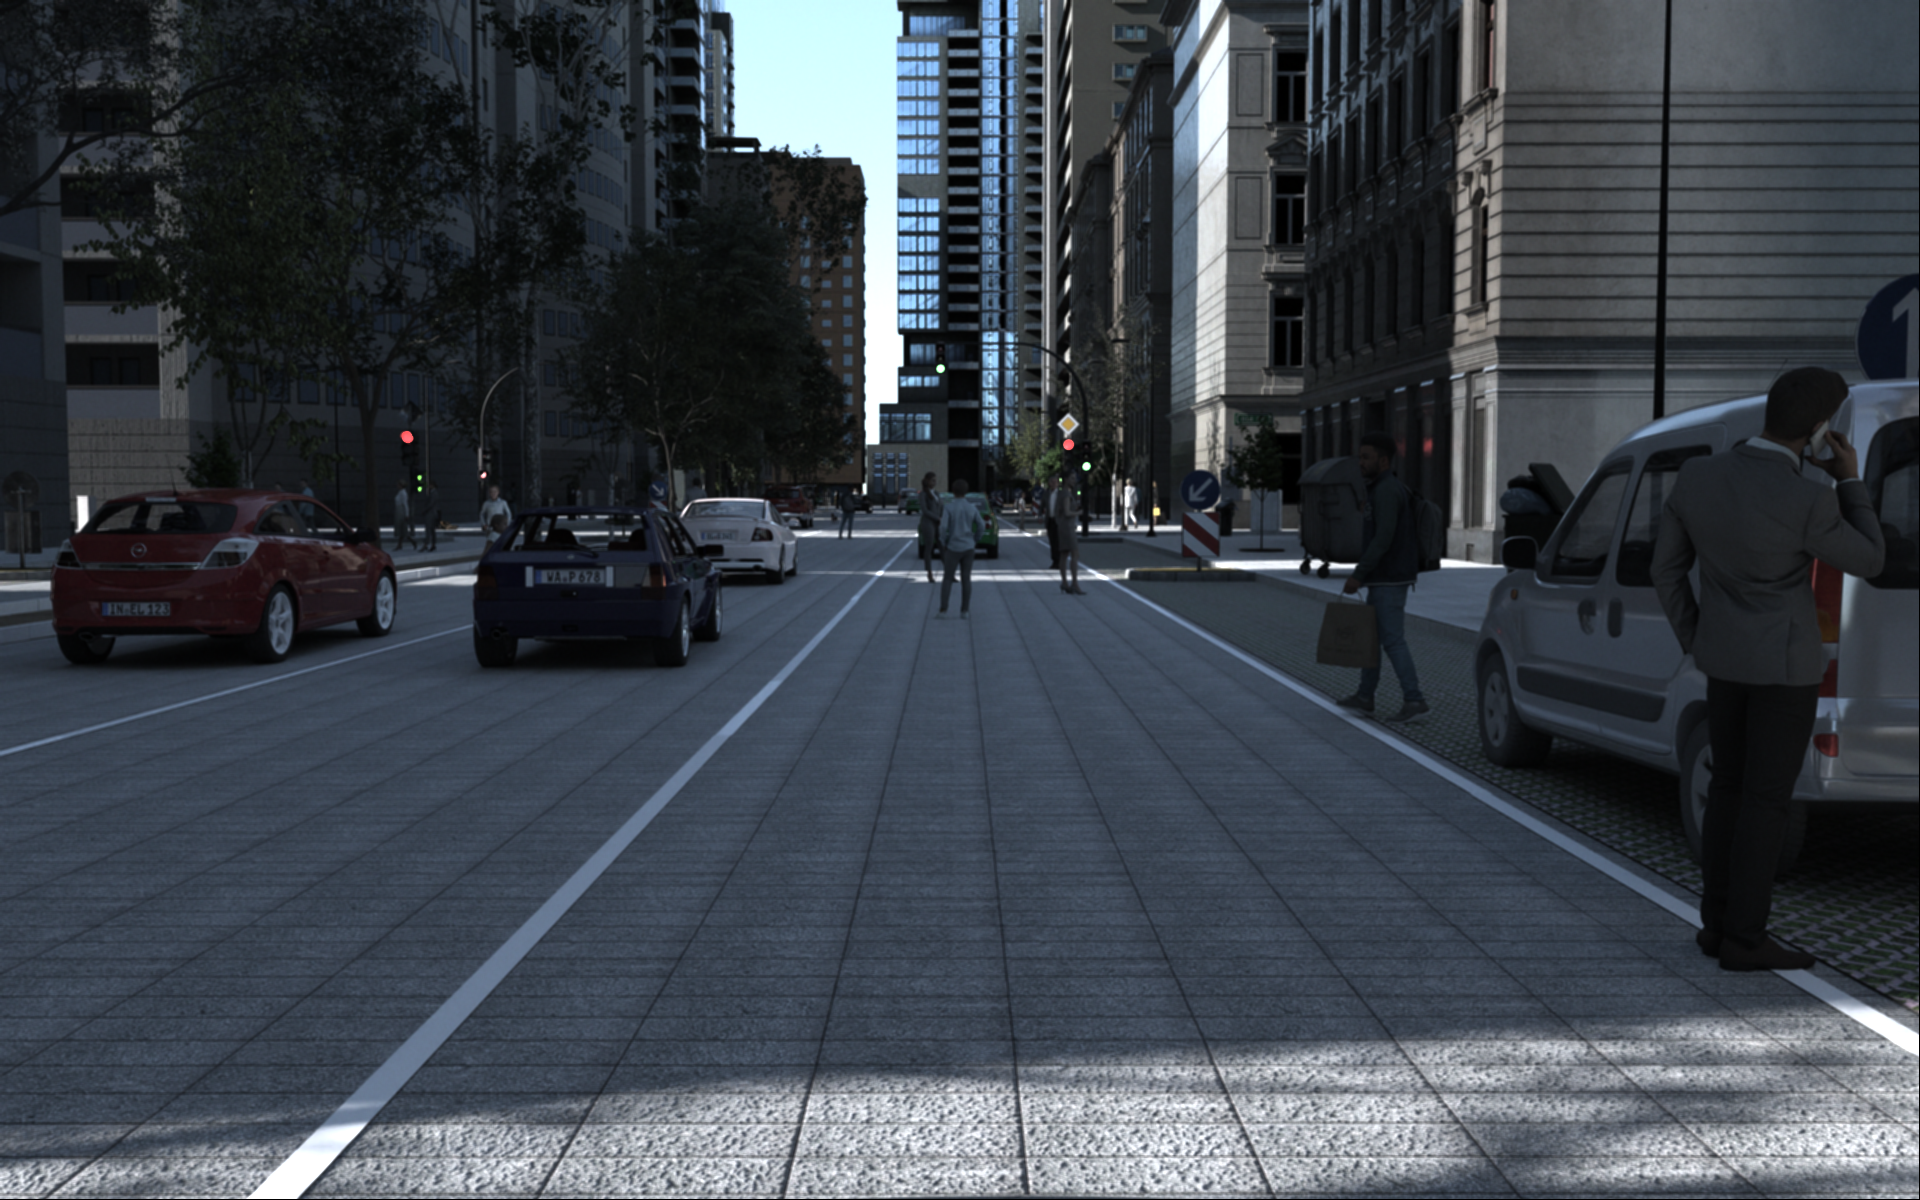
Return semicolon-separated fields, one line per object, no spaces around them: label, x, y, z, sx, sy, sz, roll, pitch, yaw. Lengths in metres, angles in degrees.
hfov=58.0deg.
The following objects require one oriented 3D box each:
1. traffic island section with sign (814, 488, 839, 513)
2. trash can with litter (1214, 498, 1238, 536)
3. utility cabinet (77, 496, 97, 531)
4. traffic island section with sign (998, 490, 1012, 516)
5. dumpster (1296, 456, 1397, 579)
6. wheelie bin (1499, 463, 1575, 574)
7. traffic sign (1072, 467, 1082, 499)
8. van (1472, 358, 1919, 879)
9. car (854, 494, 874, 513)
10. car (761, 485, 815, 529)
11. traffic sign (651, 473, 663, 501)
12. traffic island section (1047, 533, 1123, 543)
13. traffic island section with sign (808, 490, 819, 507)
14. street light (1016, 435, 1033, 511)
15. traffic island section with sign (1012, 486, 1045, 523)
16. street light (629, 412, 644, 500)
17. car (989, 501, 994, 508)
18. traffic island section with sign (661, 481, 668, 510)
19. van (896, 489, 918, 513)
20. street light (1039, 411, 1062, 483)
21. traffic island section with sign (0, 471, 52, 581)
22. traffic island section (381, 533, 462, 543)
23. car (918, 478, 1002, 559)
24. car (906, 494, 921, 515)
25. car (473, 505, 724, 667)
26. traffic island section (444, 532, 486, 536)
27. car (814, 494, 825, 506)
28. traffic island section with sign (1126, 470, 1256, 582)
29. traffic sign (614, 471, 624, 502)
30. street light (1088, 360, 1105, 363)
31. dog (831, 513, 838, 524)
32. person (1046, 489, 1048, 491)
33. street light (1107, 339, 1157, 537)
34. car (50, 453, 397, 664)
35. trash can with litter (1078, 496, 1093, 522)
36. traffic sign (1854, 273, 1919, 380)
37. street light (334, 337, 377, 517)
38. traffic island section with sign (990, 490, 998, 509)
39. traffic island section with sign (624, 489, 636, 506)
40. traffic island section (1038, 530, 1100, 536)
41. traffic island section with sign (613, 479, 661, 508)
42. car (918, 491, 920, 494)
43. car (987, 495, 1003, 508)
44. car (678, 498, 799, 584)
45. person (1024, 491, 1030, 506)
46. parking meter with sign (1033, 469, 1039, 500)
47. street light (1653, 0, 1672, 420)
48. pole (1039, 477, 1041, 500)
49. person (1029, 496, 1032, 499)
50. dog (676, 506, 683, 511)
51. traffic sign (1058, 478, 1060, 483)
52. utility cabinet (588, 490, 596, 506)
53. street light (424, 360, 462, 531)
traffic island section with sign;-10.428;-7.748;134.813;2.006;1.907;1.989;0;3;0
trash can with litter;7.865;-2.513;52.479;1.055;1.170;0.624;-2;4;-32
utility cabinet;-29.897;-2.947;59.347;1.020;1.237;0.306;3;5;44
traffic island section with sign;3.670;-6.382;112.971;1.989;1.847;2.006;0;3;0
dumpster;6.020;-1.293;26.896;1.264;1.857;1.865;0;3;0
wheelie bin;5.935;-0.602;17.743;0.693;1.594;0.980;3;4;38
traffic sign;5.448;-5.049;82.665;0.768;2.556;0.104;0;4;6
van;3.618;-0.048;7.789;2.013;2.044;4.112;0;3;0
car;-7.499;-7.314;129.366;2.009;1.686;4.222;0;4;2
car;-7.320;-3.950;73.259;2.281;1.827;5.304;0;4;-1
traffic sign;-18.657;-6.511;106.569;0.768;2.556;0.104;0;4;5
traffic island section;3.773;-1.821;52.054;2.009;0.180;2.903;0;3;0
traffic island section with sign;-16.389;-11.030;188.975;1.989;1.847;2.006;0;3;0
street light;5.094;-9.941;135.074;1.470;5.913;1.316;0;3;0
traffic island section with sign;3.718;-4.678;85.118;1.989;1.847;2.006;0;3;0
street light;-18.038;-7.638;97.428;1.470;5.913;1.316;0;3;0
car;0.718;-4.835;90.844;2.131;1.459;4.920;0;4;-1
traffic island section with sign;-10.281;-3.152;59.674;2.006;1.907;1.989;0;3;0
van;-3.935;-7.713;133.111;2.013;2.044;4.112;0;4;-1
street light;5.136;-7.625;97.204;1.470;5.913;1.316;0;3;0
traffic island section with sign;-16.104;-1.258;29.191;1.989;1.847;2.006;0;3;0
traffic island section;-16.468;-1.819;52.022;2.009;0.180;2.903;0;3;0
car;-0.012;-1.896;39.799;1.959;1.807;4.718;0;4;1
car;-2.770;-6.749;119.144;1.959;1.807;4.718;0;4;1
car;-3.171;-0.191;15.709;1.945;1.354;3.894;0;4;-2
traffic island section;-16.482;-2.307;60.007;2.009;0.180;2.903;0;3;0
car;-16.585;-12.126;207.061;1.959;1.807;4.718;0;4;-1
traffic island section with sign;3.817;-1.249;29.047;1.989;1.847;2.006;0;3;0
traffic sign;-19.020;-5.873;96.125;0.768;2.556;0.104;0;4;4
street light;5.135;-5.350;60.011;1.470;5.913;1.316;0;3;0
dog;-6.051;-3.930;83.549;0.406;0.507;0.540;-1;4;-18
person;8.400;-9.810;167.113;0.551;1.740;0.621;-1;4;-11
street light;5.214;-4.854;51.898;1.470;5.913;1.316;0;3;0
car;-6.656;-0.433;16.124;2.155;1.783;4.494;0;4;0
trash can with litter;5.838;-4.184;79.794;0.624;1.170;1.055;-1;4;-21
traffic sign;5.563;-0.610;10.076;0.768;2.556;0.104;0;4;7
street light;-17.858;-4.805;51.107;1.470;5.913;1.316;0;3;0
traffic island section with sign;3.579;-9.368;161.793;1.989;1.847;2.006;0;3;0
traffic island section with sign;-16.198;-4.647;84.611;1.989;1.847;2.006;0;3;0
traffic island section;3.759;-2.309;60.039;2.009;0.180;2.903;0;3;0
traffic island section with sign;-10.278;-2.699;52.267;2.006;1.907;1.989;0;3;0
car;-3.960;-11.350;194.252;2.281;1.827;5.304;0;4;-1
car;3.314;-9.644;170.258;1.945;1.354;3.894;0;4;-2
car;-3.758;-1.011;28.886;2.083;1.381;4.827;0;4;-1
person;6.961;-10.566;179.241;0.683;1.767;0.568;-1;4;-19
parking meter with sign;5.335;-7.607;120.627;0.543;3.016;1.738;0;4;4
street light;5.294;-2.560;14.405;1.470;5.913;1.316;0;3;0
pole;5.069;-7.110;110.088;0.158;3.312;0.155;0;3;0
person;6.780;-9.210;159.880;1.065;1.426;0.557;-2;4;-25
dog;-20.643;-6.709;127.428;0.748;0.427;0.550;1;4;15
traffic sign;6.139;-6.223;101.857;0.768;2.556;0.104;0;4;2
utility cabinet;-18.253;-4.727;85.961;0.318;1.500;1.173;0;4;-8
street light;-17.963;-5.364;60.244;1.470;5.913;1.316;0;3;0
